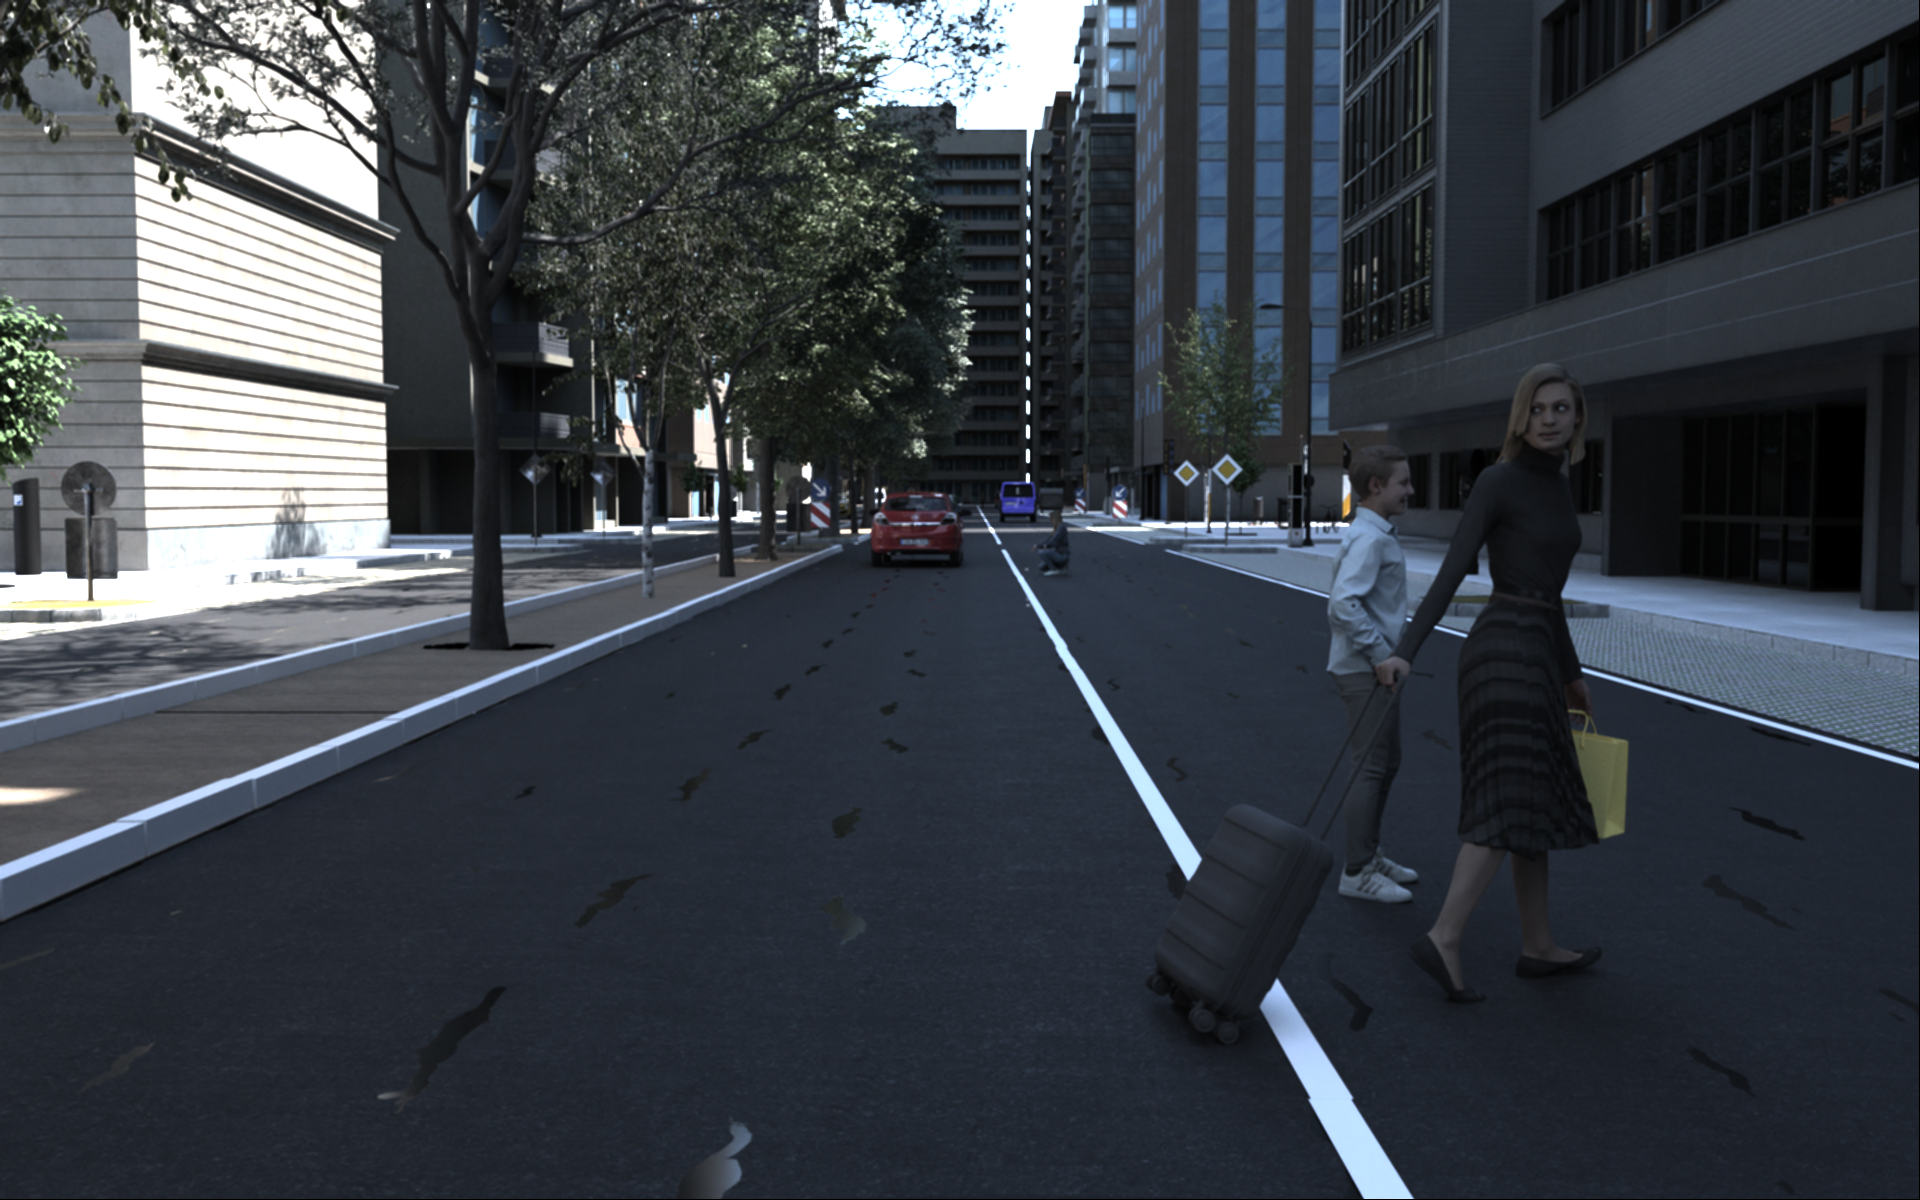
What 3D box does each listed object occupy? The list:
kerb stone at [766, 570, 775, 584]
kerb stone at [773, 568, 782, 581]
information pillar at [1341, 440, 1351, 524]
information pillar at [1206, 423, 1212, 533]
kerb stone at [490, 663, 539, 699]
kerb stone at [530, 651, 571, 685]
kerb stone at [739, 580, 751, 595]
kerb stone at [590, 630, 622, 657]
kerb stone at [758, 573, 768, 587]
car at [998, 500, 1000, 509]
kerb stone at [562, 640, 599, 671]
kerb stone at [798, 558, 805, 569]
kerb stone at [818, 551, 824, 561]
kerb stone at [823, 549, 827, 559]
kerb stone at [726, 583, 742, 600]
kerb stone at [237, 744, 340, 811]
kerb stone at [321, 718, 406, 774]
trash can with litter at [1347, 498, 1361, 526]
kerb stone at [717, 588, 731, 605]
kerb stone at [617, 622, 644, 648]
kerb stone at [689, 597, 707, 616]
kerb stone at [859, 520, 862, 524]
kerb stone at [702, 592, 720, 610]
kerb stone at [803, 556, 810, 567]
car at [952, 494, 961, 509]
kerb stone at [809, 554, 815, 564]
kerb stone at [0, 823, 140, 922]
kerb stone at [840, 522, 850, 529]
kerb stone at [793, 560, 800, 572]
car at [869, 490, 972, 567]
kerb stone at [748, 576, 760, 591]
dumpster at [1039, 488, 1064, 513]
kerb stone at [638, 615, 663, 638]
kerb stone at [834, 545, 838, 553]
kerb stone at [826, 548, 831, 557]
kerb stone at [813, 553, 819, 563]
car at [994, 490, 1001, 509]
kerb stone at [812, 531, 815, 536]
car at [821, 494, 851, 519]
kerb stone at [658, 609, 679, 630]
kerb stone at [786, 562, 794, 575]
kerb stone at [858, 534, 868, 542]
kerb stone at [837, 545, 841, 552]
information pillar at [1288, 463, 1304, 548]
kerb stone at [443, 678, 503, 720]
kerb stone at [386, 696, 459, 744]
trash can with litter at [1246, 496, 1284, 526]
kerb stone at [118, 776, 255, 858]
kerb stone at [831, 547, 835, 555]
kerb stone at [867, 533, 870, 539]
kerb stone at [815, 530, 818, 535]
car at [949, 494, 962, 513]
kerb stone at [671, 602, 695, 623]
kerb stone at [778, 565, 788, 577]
[{"bbox_3d":[-3.124,-0.343,27.803,0.120,0.150,1.000,0,4,0],"label":"kerb stone"},{"bbox_3d":[-3.117,-0.399,28.825,0.120,0.150,1.000,0,4,0],"label":"kerb stone"},{"bbox_3d":[16.731,-5.113,74.945,0.183,3.616,0.504,-1,4,-20],"label":"information pillar"},{"bbox_3d":[8.187,-4.003,56.802,0.183,3.616,0.504,0,4,7],"label":"information pillar"},{"bbox_3d":[-3.227,0.597,12.435,0.120,0.150,1.000,0,4,0],"label":"kerb stone"},{"bbox_3d":[-3.215,0.537,13.459,0.120,0.150,1.000,0,4,0],"label":"kerb stone"},{"bbox_3d":[-3.146,-0.154,24.726,0.120,0.150,1.000,0,4,0],"label":"kerb stone"},{"bbox_3d":[-3.207,0.410,15.503,0.120,0.150,1.000,0,4,0],"label":"kerb stone"},{"bbox_3d":[-3.130,-0.277,26.780,0.120,0.150,1.000,0,4,0],"label":"kerb stone"},{"bbox_3d":[4.533,-9.207,162.332,2.131,1.459,4.920,0,4,-2],"label":"car"},{"bbox_3d":[-3.210,0.474,14.481,0.120,0.150,1.000,0,4,0],"label":"kerb stone"},{"bbox_3d":[-3.105,-0.654,32.935,0.120,0.150,1.000,0,4,0],"label":"kerb stone"},{"bbox_3d":[-3.073,-0.908,37.041,0.120,0.150,1.000,0,4,0],"label":"kerb stone"},{"bbox_3d":[-3.071,-0.967,38.069,0.120,0.150,1.000,0,4,0],"label":"kerb stone"},{"bbox_3d":[-3.150,-0.092,23.694,0.120,0.150,1.000,0,4,0],"label":"kerb stone"},{"bbox_3d":[-3.241,0.852,8.334,0.120,0.150,1.000,0,4,0],"label":"kerb stone"},{"bbox_3d":[-3.233,0.789,9.356,0.120,0.150,1.000,0,4,0],"label":"kerb stone"},{"bbox_3d":[16.055,-3.583,69.967,0.624,1.170,1.055,-2,4,-29],"label":"trash can with litter"},{"bbox_3d":[-3.157,-0.023,22.667,0.120,0.150,1.000,0,4,0],"label":"kerb stone"},{"bbox_3d":[-3.194,0.348,16.529,0.120,0.150,1.000,0,4,0],"label":"kerb stone"},{"bbox_3d":[-3.175,0.096,20.623,0.120,0.150,1.000,0,4,0],"label":"kerb stone"},{"bbox_3d":[-4.877,-3.952,86.816,0.120,0.150,1.000,0,4,0],"label":"kerb stone"},{"bbox_3d":[-3.166,0.034,21.645,0.120,0.150,1.000,0,4,0],"label":"kerb stone"},{"bbox_3d":[-3.093,-0.720,33.962,0.120,0.150,1.000,0,4,0],"label":"kerb stone"},{"bbox_3d":[-0.973,-9.522,167.486,2.131,1.459,4.920,0,4,1],"label":"car"},{"bbox_3d":[-3.089,-0.781,34.984,0.120,0.150,1.000,0,4,0],"label":"kerb stone"},{"bbox_3d":[-3.258,0.977,6.290,0.120,0.150,1.000,0,4,0],"label":"kerb stone"},{"bbox_3d":[-4.949,-3.198,74.490,0.120,0.150,1.000,0,4,0],"label":"kerb stone"},{"bbox_3d":[-3.105,-0.594,31.907,0.120,0.150,1.000,0,4,0],"label":"kerb stone"},{"bbox_3d":[-0.837,-1.626,35.633,2.155,1.783,4.494,0,4,1],"label":"car"},{"bbox_3d":[-3.135,-0.216,25.756,0.120,0.150,1.000,0,4,0],"label":"kerb stone"},{"bbox_3d":[6.785,-7.368,128.675,1.865,1.857,1.264,0,4,0],"label":"dumpster"},{"bbox_3d":[-3.190,0.288,17.555,0.120,0.150,1.000,0,4,0],"label":"kerb stone"},{"bbox_3d":[-3.049,-1.154,41.142,0.120,0.150,1.000,0,4,0],"label":"kerb stone"},{"bbox_3d":[-3.066,-1.030,39.090,0.120,0.150,1.000,0,4,0],"label":"kerb stone"},{"bbox_3d":[-3.080,-0.845,36.016,0.120,0.150,1.000,0,4,0],"label":"kerb stone"},{"bbox_3d":[4.477,-9.965,171.597,2.281,1.827,5.304,0,4,1],"label":"car"},{"bbox_3d":[-5.052,-2.196,58.093,0.120,0.150,1.000,0,4,0],"label":"kerb stone"},{"bbox_3d":[-7.213,-5.619,102.094,2.015,1.641,3.980,0,4,-1],"label":"car"},{"bbox_3d":[-3.182,0.231,18.578,0.120,0.150,1.000,0,4,0],"label":"kerb stone"},{"bbox_3d":[-3.112,-0.531,30.879,0.120,0.150,1.000,0,4,0],"label":"kerb stone"},{"bbox_3d":[-2.976,-1.881,52.953,0.120,0.150,1.000,0,4,0],"label":"kerb stone"},{"bbox_3d":[-3.045,-1.213,42.168,0.120,0.150,1.000,0,4,0],"label":"kerb stone"},{"bbox_3d":[8.054,-2.266,41.548,0.304,2.012,0.304,0,4,-3],"label":"information pillar"},{"bbox_3d":[-3.226,0.659,11.413,0.120,0.150,1.000,0,4,0],"label":"kerb stone"},{"bbox_3d":[-3.233,0.722,10.391,0.120,0.150,1.000,0,4,0],"label":"kerb stone"},{"bbox_3d":[12.473,-3.632,70.448,2.233,1.210,1.678,-3,4,-38],"label":"trash can with litter"},{"bbox_3d":[-3.255,0.910,7.311,0.120,0.150,1.000,0,4,0],"label":"kerb stone"},{"bbox_3d":[-3.060,-1.096,40.120,0.120,0.150,1.000,0,4,0],"label":"kerb stone"},{"bbox_3d":[-2.973,-1.941,53.981,0.120,0.150,1.000,0,4,0],"label":"kerb stone"},{"bbox_3d":[-5.047,-2.258,59.115,0.120,0.150,1.000,0,4,0],"label":"kerb stone"},{"bbox_3d":[-0.954,-4.363,83.132,2.131,1.459,4.920,0,4,0],"label":"car"},{"bbox_3d":[-3.173,0.159,19.599,0.120,0.150,1.000,0,4,0],"label":"kerb stone"},{"bbox_3d":[-3.116,-0.469,29.857,0.120,0.150,1.000,0,4,0],"label":"kerb stone"}]
